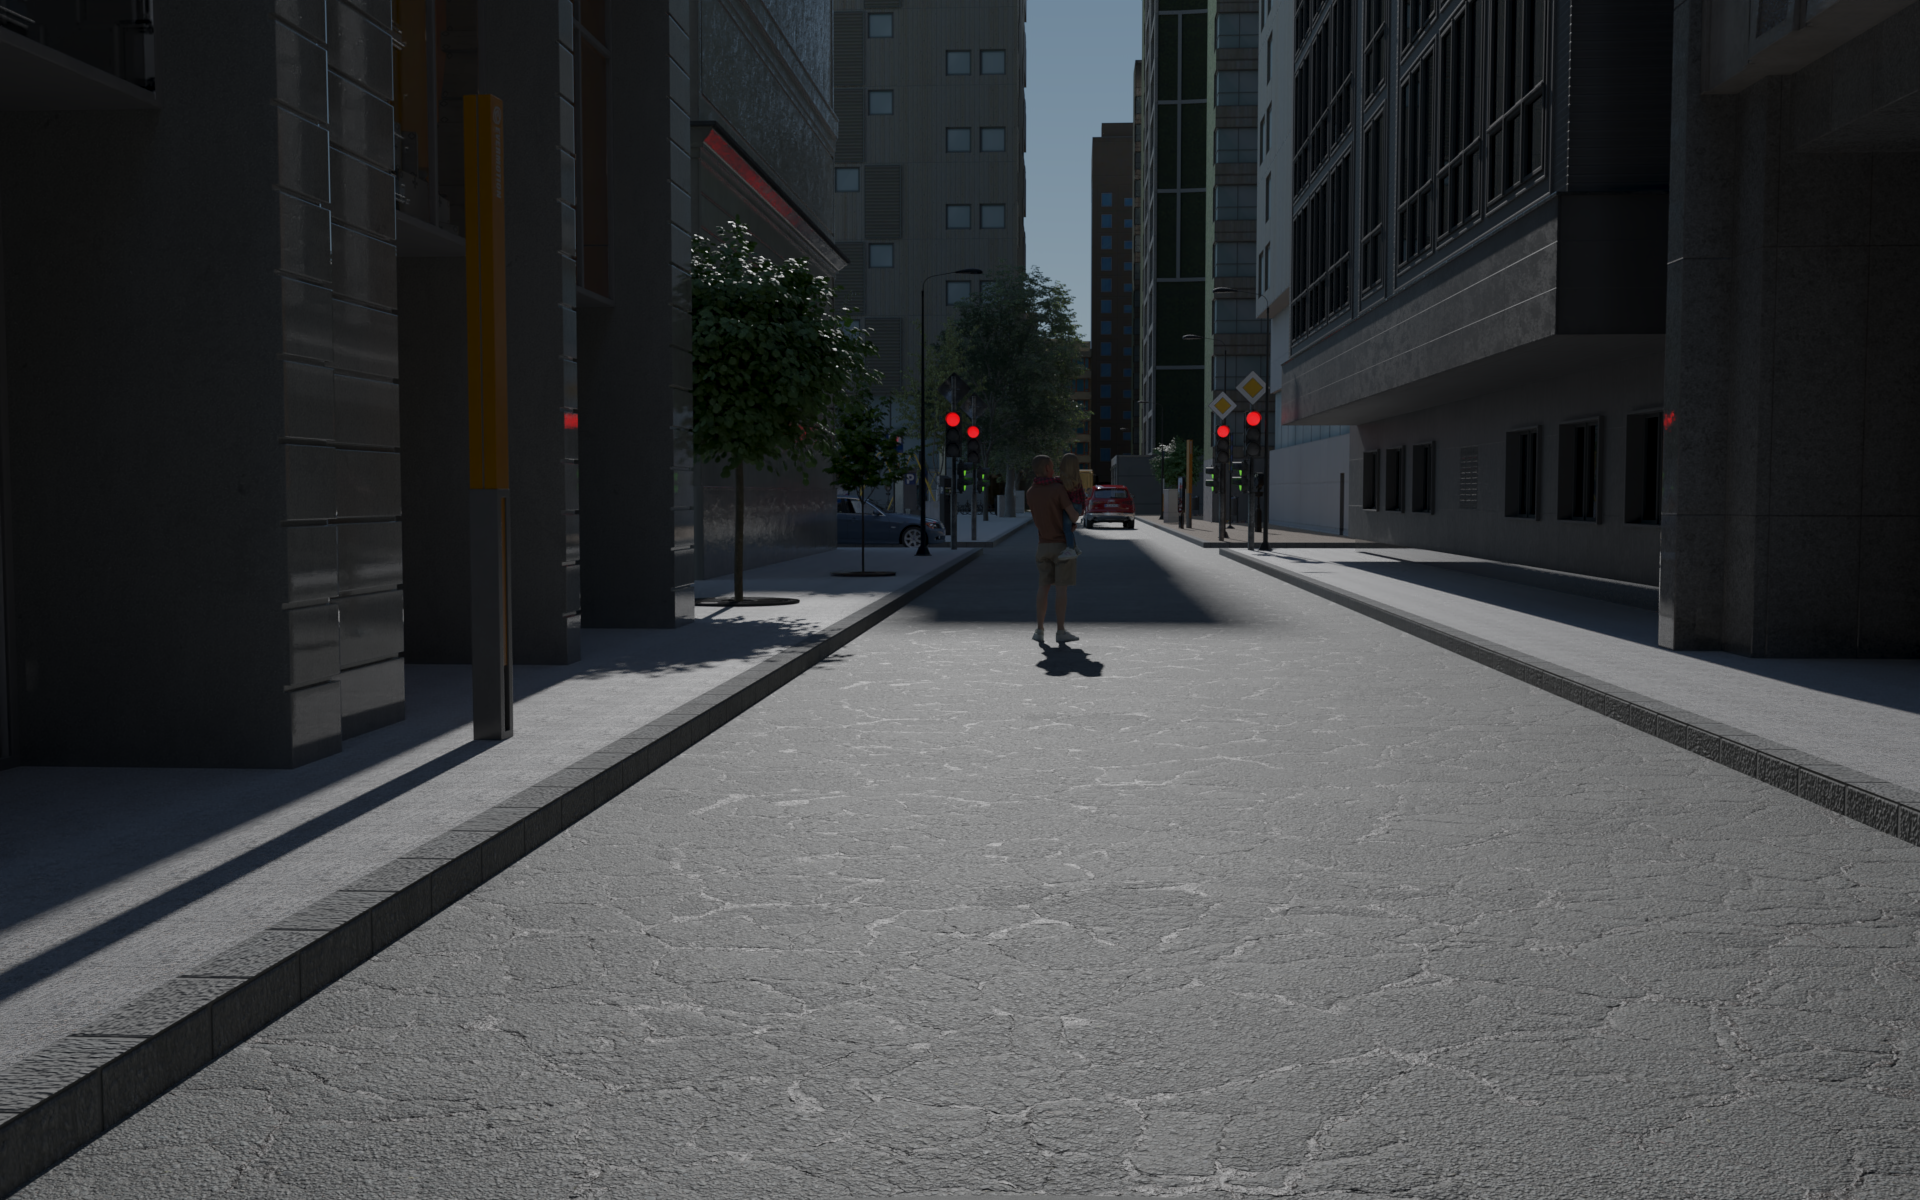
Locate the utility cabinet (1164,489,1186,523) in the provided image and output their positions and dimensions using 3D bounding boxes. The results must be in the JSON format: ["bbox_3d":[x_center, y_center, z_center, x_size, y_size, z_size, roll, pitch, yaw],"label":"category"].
[{"bbox_3d":[9.417,-4.114,75.941,1.173,1.500,0.318,-3,5,-42],"label":"utility cabinet"}]

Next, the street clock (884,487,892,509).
[{"bbox_3d":[-5.017,-7.118,120.956,0.471,2.002,0.358,1,4,19],"label":"street clock"}]

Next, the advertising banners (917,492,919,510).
[{"bbox_3d":[-3.129,-7.309,115.686,2.074,3.025,0.090,3,5,43],"label":"advertising banners"}]

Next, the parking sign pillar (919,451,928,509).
[{"bbox_3d":[-2.312,-7.337,108.433,1.447,3.967,1.447,0,4,5],"label":"parking sign pillar"}]

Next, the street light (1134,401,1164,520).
[{"bbox_3d":[9.546,-6.965,86.414,1.470,5.913,1.316,0,4,4],"label":"street light"}]

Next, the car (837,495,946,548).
[{"bbox_3d":[-2.610,-1.986,44.478,4.499,1.417,2.014,0,4,3],"label":"car"}]

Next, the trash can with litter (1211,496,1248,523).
[{"bbox_3d":[12.247,-3.993,76.335,1.678,1.210,2.233,-2,4,-32],"label":"trash can with litter"}]

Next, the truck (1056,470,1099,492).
[{"bbox_3d":[9.263,-8.674,137.744,3.469,3.379,9.791,0,4,5],"label":"truck"}]

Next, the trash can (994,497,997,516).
[{"bbox_3d":[2.341,-5.510,101.734,0.748,1.137,0.748,0,3,0],"label":"trash can"}]

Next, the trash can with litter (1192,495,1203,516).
[{"bbox_3d":[14.031,-5.503,101.029,2.233,1.210,1.678,2,4,30],"label":"trash can with litter"}]

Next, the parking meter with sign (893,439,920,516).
[{"bbox_3d":[-1.570,-3.259,49.539,0.543,3.016,1.738,-2,4,-24],"label":"parking meter with sign"}]

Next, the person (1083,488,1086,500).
[{"bbox_3d":[8.796,-6.982,122.538,0.514,1.842,0.818,-1,4,-13],"label":"person"}]

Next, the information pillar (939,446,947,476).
[{"bbox_3d":[-0.742,-5.201,76.393,0.183,3.616,0.504,-2,4,-32],"label":"information pillar"}]

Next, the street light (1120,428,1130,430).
[{"bbox_3d":[12.010,-9.165,122.385,1.470,5.913,1.316,0,4,4],"label":"street light"}]

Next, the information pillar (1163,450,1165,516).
[{"bbox_3d":[10.894,-6.207,92.844,0.183,3.616,0.504,1,4,12],"label":"information pillar"}]

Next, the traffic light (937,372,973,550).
[{"bbox_3d":[-0.123,-3.115,39.856,0.839,4.253,0.868,0,4,4],"label":"traffic light"}]

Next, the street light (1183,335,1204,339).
[{"bbox_3d":[7.202,-4.780,50.692,1.470,5.913,1.316,0,4,4],"label":"street light"}]

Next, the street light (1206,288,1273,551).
[{"bbox_3d":[6.379,-4.071,39.095,1.470,5.913,1.316,0,4,4],"label":"street light"}]

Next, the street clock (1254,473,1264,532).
[{"bbox_3d":[10.054,-3.287,58.316,0.358,2.002,0.471,-1,4,-16],"label":"street clock"}]

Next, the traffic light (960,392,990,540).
[{"bbox_3d":[0.404,-3.603,47.824,0.839,4.253,0.868,0,4,4],"label":"traffic light"}]

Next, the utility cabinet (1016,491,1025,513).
[{"bbox_3d":[3.692,-6.505,115.027,1.173,1.500,0.318,0,4,7],"label":"utility cabinet"}]

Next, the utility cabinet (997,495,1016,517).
[{"bbox_3d":[2.593,-5.208,96.306,1.020,1.237,0.306,-2,4,-25],"label":"utility cabinet"}]

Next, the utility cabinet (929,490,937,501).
[{"bbox_3d":[-1.154,-5.469,98.093,1.173,1.500,0.318,-1,4,-9],"label":"utility cabinet"}]

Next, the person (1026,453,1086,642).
[{"bbox_3d":[0.958,-0.518,16.947,0.580,1.828,0.573,-1,4,-9],"label":"person"}]

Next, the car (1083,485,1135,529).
[{"bbox_3d":[6.275,-3.949,73.234,2.281,1.827,5.304,0,4,2],"label":"car"}]

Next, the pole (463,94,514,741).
[{"bbox_3d":[-2.450,-0.927,8.996,0.158,3.312,0.155,0,3,0],"label":"pole"}]

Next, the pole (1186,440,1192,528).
[{"bbox_3d":[8.639,-4.367,65.239,0.158,3.312,0.155,0,3,0],"label":"pole"}]

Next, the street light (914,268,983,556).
[{"bbox_3d":[-0.228,-3.869,35.793,1.470,5.913,1.316,0,4,4],"label":"street light"}]

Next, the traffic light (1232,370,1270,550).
[{"bbox_3d":[6.624,-3.089,39.427,0.839,4.253,0.868,0,4,4],"label":"traffic light"}]

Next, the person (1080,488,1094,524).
[{"bbox_3d":[6.045,-4.437,81.803,0.760,1.731,0.466,-3,4,-38],"label":"person"}]

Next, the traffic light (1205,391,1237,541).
[{"bbox_3d":[7.151,-3.576,47.395,0.839,4.253,0.868,0,4,4],"label":"traffic light"}]
